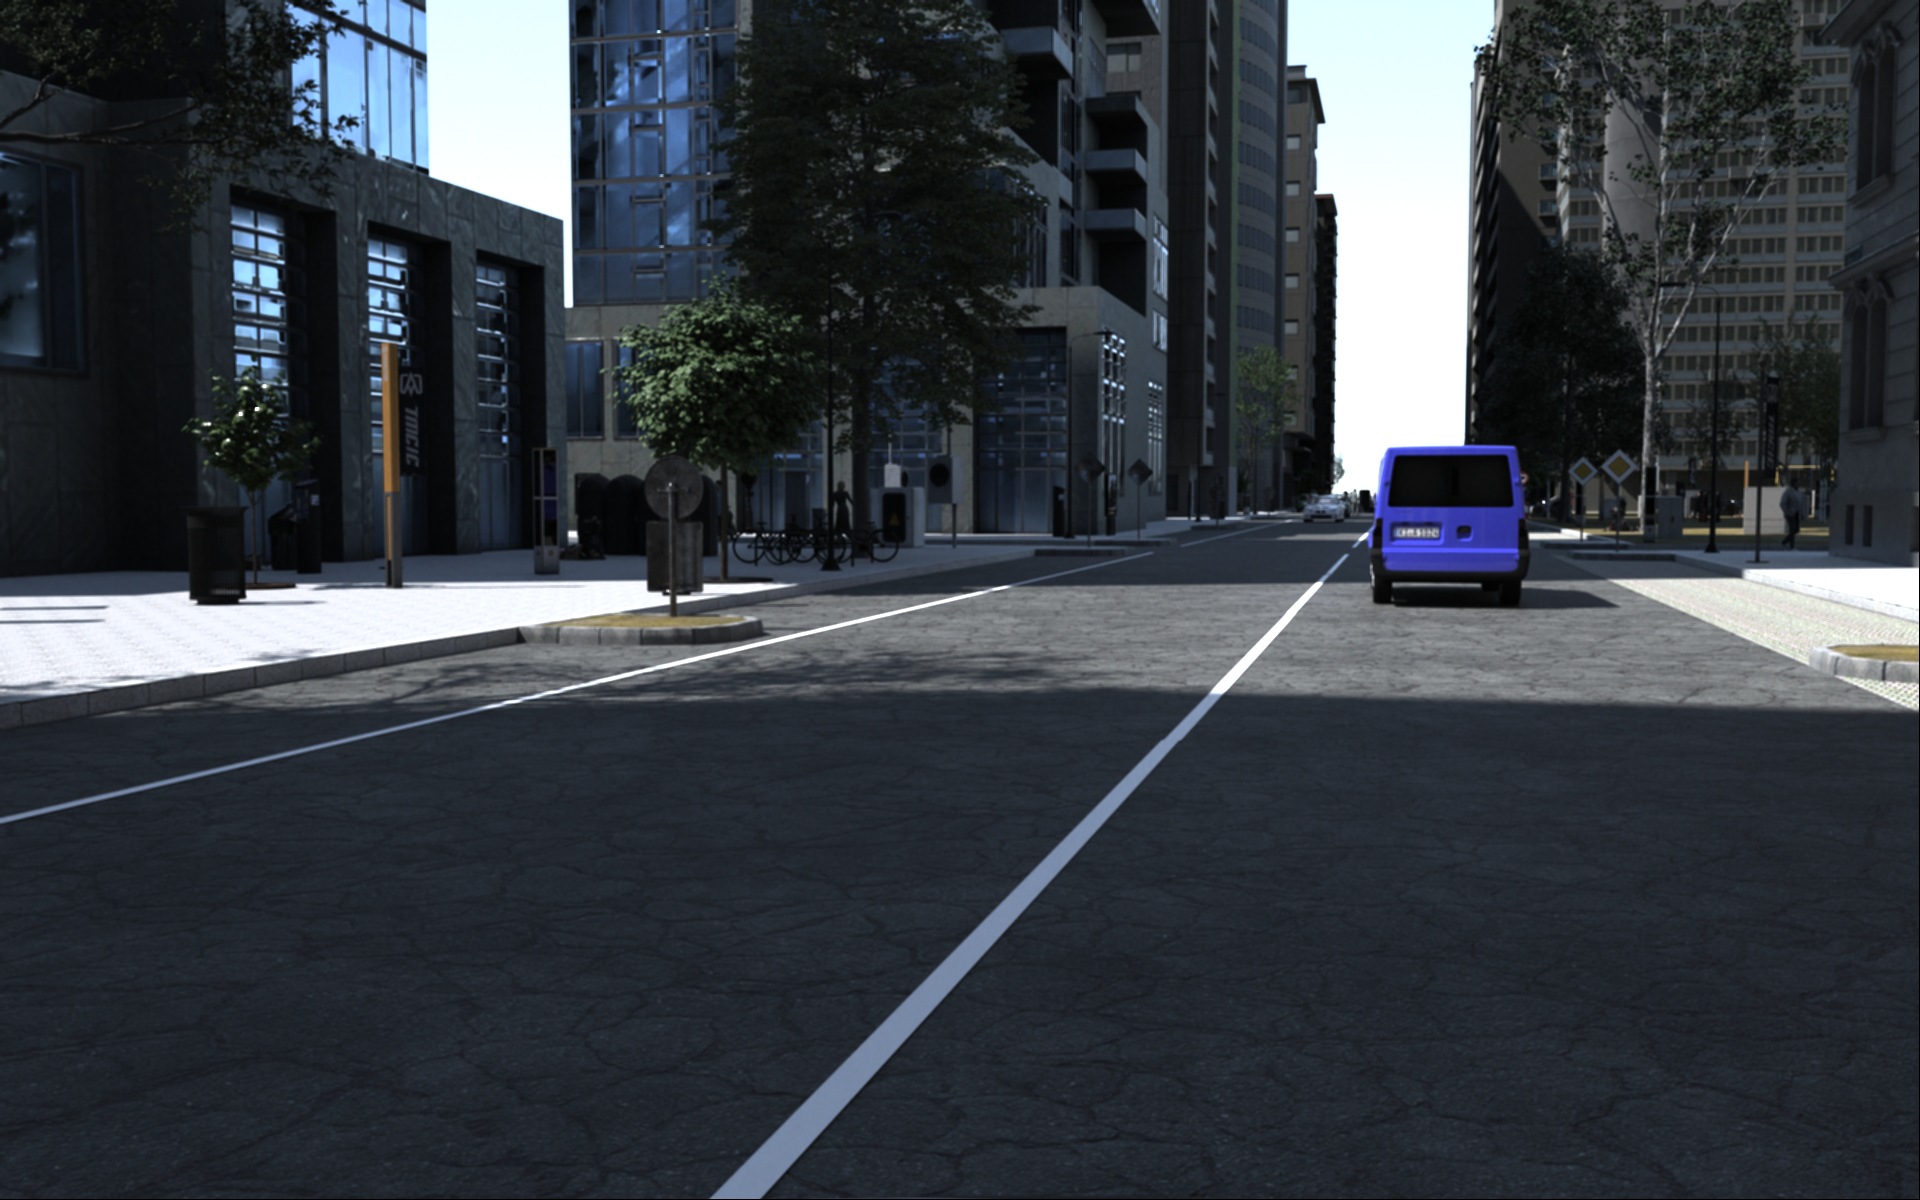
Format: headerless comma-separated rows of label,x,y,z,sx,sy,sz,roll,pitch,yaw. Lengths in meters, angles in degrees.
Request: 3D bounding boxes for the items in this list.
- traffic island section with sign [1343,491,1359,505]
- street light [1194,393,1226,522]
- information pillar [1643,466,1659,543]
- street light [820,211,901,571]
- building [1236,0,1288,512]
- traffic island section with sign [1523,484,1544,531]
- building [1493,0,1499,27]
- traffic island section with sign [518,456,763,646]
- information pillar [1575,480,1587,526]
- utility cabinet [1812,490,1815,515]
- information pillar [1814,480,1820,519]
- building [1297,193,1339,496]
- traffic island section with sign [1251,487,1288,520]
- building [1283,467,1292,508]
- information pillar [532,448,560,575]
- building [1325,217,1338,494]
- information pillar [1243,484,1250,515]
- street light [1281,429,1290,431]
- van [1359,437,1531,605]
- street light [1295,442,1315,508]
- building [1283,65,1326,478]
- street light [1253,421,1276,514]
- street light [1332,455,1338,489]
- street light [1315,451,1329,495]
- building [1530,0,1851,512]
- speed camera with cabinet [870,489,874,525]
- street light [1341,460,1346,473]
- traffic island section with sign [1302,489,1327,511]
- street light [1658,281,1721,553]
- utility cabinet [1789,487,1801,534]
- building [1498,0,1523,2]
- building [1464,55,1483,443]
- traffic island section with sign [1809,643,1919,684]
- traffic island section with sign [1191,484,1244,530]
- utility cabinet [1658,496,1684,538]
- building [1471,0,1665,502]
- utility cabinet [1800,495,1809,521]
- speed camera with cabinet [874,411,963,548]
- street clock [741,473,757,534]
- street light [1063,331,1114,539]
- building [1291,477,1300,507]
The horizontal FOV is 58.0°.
traffic island section with sign,57.109,-14.888,252.054,1.989,1.847,2.006,1,4,14
street light,11.538,-6.558,79.758,1.470,5.913,1.316,1,4,14
information pillar,18.356,-2.538,45.981,0.304,2.012,0.304,2,4,33
street light,-1.643,-3.436,28.714,1.470,5.913,1.316,1,4,14
building,14.386,-36.434,137.694,21.231,58.520,28.212,1,4,14
traffic island section with sign,21.900,-3.644,68.204,1.989,1.847,2.006,1,4,14
building,72.417,-47.070,207.850,20.563,71.187,20.611,1,4,14
traffic island section with sign,-3.079,-0.535,17.374,1.989,1.847,2.006,1,4,14
information pillar,24.764,-3.950,69.081,0.304,2.012,0.304,-3,4,-38
utility cabinet,53.107,-5.998,106.740,1.173,1.500,0.318,-1,4,-15
information pillar,44.278,-5.192,89.383,0.304,2.012,0.304,2,4,27
building,42.332,-36.275,247.727,22.147,44.769,28.867,1,4,14
traffic island section with sign,17.384,-5.415,97.167,1.989,1.847,2.006,1,4,14
building,20.502,-44.198,160.896,20.563,71.187,20.611,1,4,14
information pillar,-6.610,-1.417,27.656,0.304,2.012,0.304,-3,5,-40
building,50.776,-37.775,267.739,14.600,45.320,14.200,1,4,14
information pillar,17.968,-6.365,108.560,0.304,2.012,0.304,-3,4,-38
street light,22.959,-9.296,124.535,1.470,5.913,1.316,1,4,14
van,6.704,-1.208,24.133,2.240,2.365,5.245,1,4,13
street light,30.653,-11.143,154.723,1.470,5.913,1.316,1,4,14
building,31.115,-38.609,220.494,28.713,52.752,27.495,1,4,14
street light,19.278,-8.394,109.779,1.470,5.913,1.316,1,4,14
street light,43.360,-14.147,203.851,1.470,5.913,1.316,1,4,14
street light,38.356,-12.979,184.752,1.470,5.913,1.316,1,4,14
building,58.549,-26.867,131.158,32.217,40.220,23.993,1,4,14
speed camera with cabinet,-2.191,-3.603,53.243,0.660,3.252,2.038,1,4,18
street light,50.989,-15.993,234.021,1.470,5.913,1.316,1,4,14
traffic island section with sign,29.703,-8.353,145.207,1.989,1.847,2.006,1,4,14
street light,15.943,-3.996,37.879,1.470,5.913,1.316,1,4,14
utility cabinet,26.252,-2.845,55.193,1.173,1.500,0.318,-2,4,-26
building,58.907,-32.520,155.411,21.300,48.544,21.600,1,4,14
building,78.782,-42.187,231.762,21.231,58.520,28.212,1,4,14
traffic island section with sign,7.931,-0.311,13.718,1.989,1.847,2.006,1,4,14
traffic island section with sign,10.458,-3.763,70.159,1.989,1.847,2.006,1,4,14
utility cabinet,20.420,-2.388,50.212,1.020,1.237,0.306,0,4,-7
building,64.027,-33.853,177.206,21.300,48.544,21.600,1,4,14
utility cabinet,40.419,-4.434,83.651,1.020,1.237,0.306,2,4,33
speed camera with cabinet,-0.947,-2.874,41.325,2.038,3.252,0.660,2,4,29
street clock,-6.716,-3.094,55.158,0.471,2.002,0.358,1,4,19
street light,3.676,-4.707,49.504,1.470,5.913,1.316,1,4,14
building,19.852,-30.159,184.985,32.217,40.220,23.993,1,4,14
